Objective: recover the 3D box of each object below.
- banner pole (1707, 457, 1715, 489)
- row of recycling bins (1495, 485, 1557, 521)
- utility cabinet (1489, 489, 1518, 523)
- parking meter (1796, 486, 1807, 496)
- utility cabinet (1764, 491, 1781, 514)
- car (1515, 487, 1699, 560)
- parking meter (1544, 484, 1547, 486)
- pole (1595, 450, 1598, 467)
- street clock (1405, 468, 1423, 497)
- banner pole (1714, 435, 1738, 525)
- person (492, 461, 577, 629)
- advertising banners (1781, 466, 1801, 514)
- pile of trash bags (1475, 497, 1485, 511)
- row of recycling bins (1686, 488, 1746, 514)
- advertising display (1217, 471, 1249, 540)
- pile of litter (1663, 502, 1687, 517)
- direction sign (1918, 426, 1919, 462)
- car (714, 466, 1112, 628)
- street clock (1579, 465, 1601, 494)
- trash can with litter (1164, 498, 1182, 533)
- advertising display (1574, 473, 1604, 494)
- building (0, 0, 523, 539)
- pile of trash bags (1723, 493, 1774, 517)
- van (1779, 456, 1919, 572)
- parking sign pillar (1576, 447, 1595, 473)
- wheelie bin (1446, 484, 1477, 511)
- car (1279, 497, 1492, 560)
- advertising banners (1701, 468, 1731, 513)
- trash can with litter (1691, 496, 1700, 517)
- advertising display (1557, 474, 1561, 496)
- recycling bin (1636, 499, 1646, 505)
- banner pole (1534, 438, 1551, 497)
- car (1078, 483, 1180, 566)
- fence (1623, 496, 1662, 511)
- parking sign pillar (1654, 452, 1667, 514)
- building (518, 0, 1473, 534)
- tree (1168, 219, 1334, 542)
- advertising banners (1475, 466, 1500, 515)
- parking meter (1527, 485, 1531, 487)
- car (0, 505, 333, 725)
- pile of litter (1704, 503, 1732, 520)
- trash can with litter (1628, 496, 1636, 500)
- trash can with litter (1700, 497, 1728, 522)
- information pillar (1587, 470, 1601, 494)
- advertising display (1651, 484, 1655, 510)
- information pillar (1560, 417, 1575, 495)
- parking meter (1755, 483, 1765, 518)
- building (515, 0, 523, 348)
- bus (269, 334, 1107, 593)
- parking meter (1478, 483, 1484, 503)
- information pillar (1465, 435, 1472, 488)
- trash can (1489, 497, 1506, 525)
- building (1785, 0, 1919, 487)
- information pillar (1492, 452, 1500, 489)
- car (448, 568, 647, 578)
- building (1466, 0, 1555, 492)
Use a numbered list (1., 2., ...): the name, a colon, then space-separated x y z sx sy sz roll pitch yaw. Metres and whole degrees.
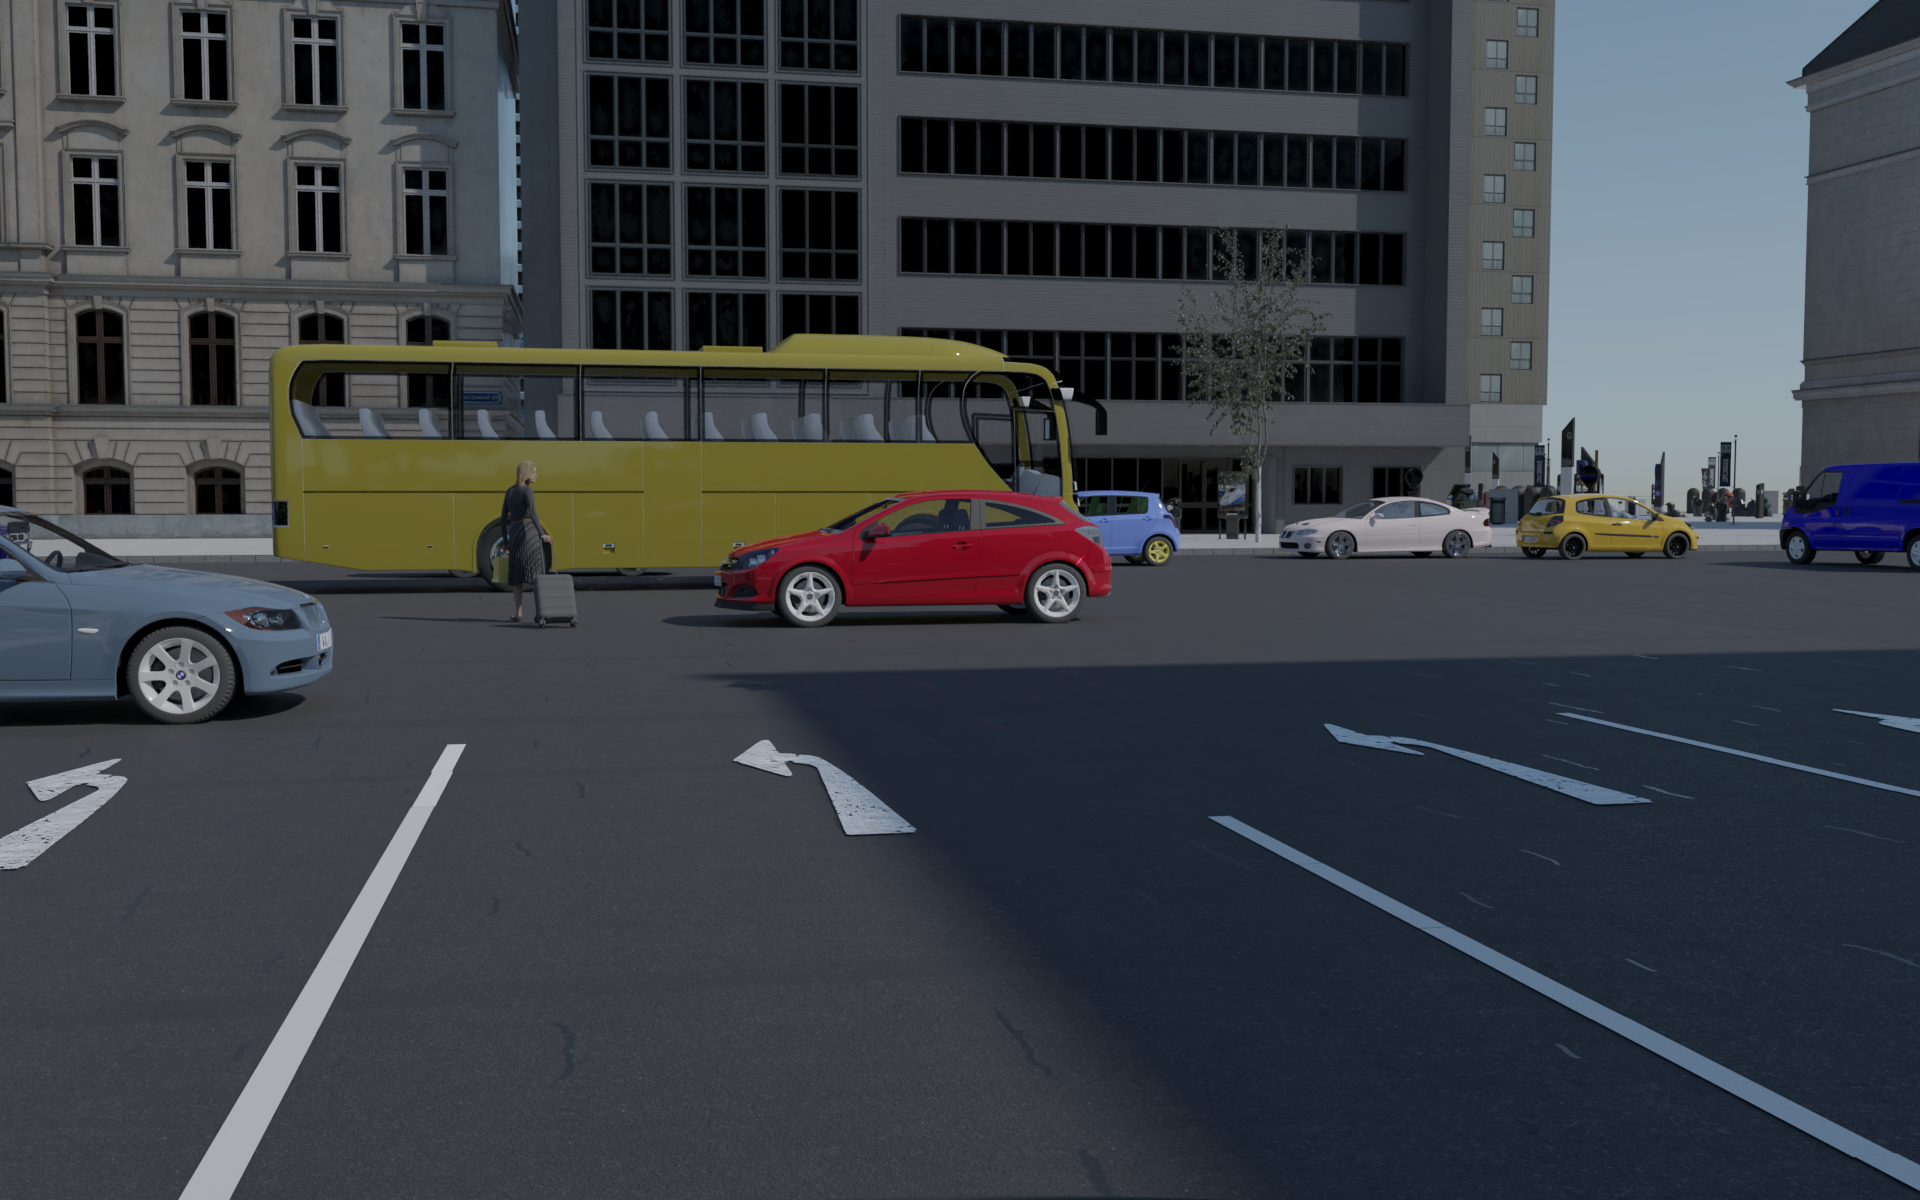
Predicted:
1. banner pole: 44.653 -6.881 102.529 0.863 3.779 0.401 0 4 -1
2. row of recycling bins: 26.792 -4.588 82.130 1.069 1.692 3.534 -2 4 -34
3. utility cabinet: 23.438 -4.039 74.714 1.173 1.500 0.318 1 4 12
4. parking meter: 25.694 -2.718 52.856 0.372 1.533 0.369 0 3 0
5. utility cabinet: 51.847 -6.248 110.825 0.318 1.500 1.173 -3 5 -41
6. car: 14.492 -1.741 38.691 3.980 1.641 2.015 -1 4 -13
7. parking meter: 35.355 -6.042 104.494 0.399 1.863 0.255 -2 4 -24
8. pole: 29.445 -5.281 80.188 0.158 3.312 0.155 0 3 0
9. street clock: 12.732 -2.693 48.608 0.471 2.002 0.358 0 4 7
10. banner pole: 32.404 -5.074 72.976 0.863 3.779 0.401 0 4 3
11. person: -4.697 -0.629 19.004 0.699 1.804 1.509 -2 4 -23
12. advertising banners: 51.406 -6.765 106.794 2.074 3.025 0.090 -2 4 -28
13. pile of trash bags: 26.145 -4.913 90.076 1.912 1.369 3.447 0 4 1
14. row of recycling bins: 49.070 -6.441 112.424 3.534 1.692 1.069 2 4 25
15. advertising display: 7.741 -2.687 49.151 0.974 1.923 0.123 3 5 42
16. pile of litter: 39.398 -5.005 95.796 1.176 0.858 1.719 -2 4 -26
17. direction sign: 31.719 -3.981 57.081 0.379 3.537 0.876 1 4 13
18. car: -0.531 -0.647 19.623 4.494 1.783 2.155 -1 4 -13
19. street clock: 15.815 -2.381 43.500 0.471 2.002 0.358 3 5 39
20. trash can with litter: 6.077 -2.424 51.013 0.624 1.170 1.055 -2 4 -26
21. advertising display: 19.388 -2.950 53.441 0.974 1.923 0.123 -1 4 -12
22. building: -31.052 -14.263 52.287 34.723 24.649 14.460 -1 4 -12
23. pile of trash bags: 44.916 -5.474 99.258 1.912 1.369 3.447 -1 4 -13
24. van: 18.292 -1.794 33.712 2.240 2.365 5.245 -1 4 -11
25. parking sign pillar: 35.266 -6.681 97.702 1.447 3.967 1.447 -1 4 -10
26. wheelie bin: 15.239 -2.727 52.502 0.980 1.594 0.693 -2 4 -25
27. car: 9.568 -1.632 39.050 4.827 1.381 2.083 -1 4 -12
28. advertising banners: 50.510 -7.313 115.753 0.090 3.025 2.074 -3 5 -42
29. trash can with litter: 41.746 -5.264 97.454 1.055 1.170 0.624 0 4 7
30. advertising display: 19.631 -3.076 55.500 0.974 1.923 0.123 2 4 30
31. recycling bin: 32.614 -4.349 83.655 0.722 1.027 0.722 -1 4 -9
32. banner pole: 26.073 -5.350 77.491 0.863 3.779 0.401 3 4 37
33. car: 2.532 -1.543 34.826 3.694 1.707 1.945 -1 4 -11
34. fence: 36.173 -4.948 92.109 2.264 1.192 0.480 1 4 14
35. parking sign pillar: 44.417 -7.430 109.958 1.447 3.967 1.447 2 4 29
36. building: 0.778 -14.632 58.305 30.058 24.678 14.314 -1 4 -12
37. tree: 7.689 -5.839 45.830 4.360 8.622 3.978 0 3 0
38. advertising banners: 32.386 -6.753 106.594 2.074 3.025 0.090 -2 4 -24
39. parking meter: 35.802 -6.322 109.069 0.255 1.863 0.399 1 4 19
40. car: -6.463 0.045 11.260 4.499 1.417 2.014 -1 4 -11
41. pile of litter: 37.082 -4.330 84.755 1.176 0.858 1.719 0 4 8
42. trash can with litter: 26.974 -3.622 70.271 2.233 1.210 1.678 -3 5 -43
43. trash can with litter: 34.908 -4.196 79.993 1.055 1.170 0.624 2 4 29
44. information pillar: 19.339 -2.960 52.890 0.304 2.012 0.304 -3 5 -45
45. advertising display: 45.282 -6.575 112.715 0.974 1.923 0.123 -3 5 -40
46. information pillar: 18.616 -3.774 53.057 0.183 3.616 0.504 -2 4 -25
47. parking meter: 42.079 -5.224 91.125 0.399 1.863 0.255 -2 4 -26
48. building: -61.048 -54.939 210.916 31.000 86.520 22.319 -1 4 -12
49. bus: -3.993 -2.157 26.816 12.252 3.916 2.896 -1 4 -14
50. parking meter: 28.381 -5.424 94.389 0.255 1.863 0.399 2 4 26
51. information pillar: 19.915 -4.705 68.285 0.504 3.616 0.183 2 4 35
52. trash can: 22.497 -3.720 72.473 0.748 1.137 0.748 0 3 0
53. building: 35.642 -13.067 64.551 40.483 20.767 10.553 -1 4 -12
54. information pillar: 29.674 -6.401 96.003 0.183 3.616 0.504 -2 4 -27
55. car: -7.323 -1.113 30.566 4.827 1.381 2.083 -1 4 -13
56. building: 33.282 -34.479 152.967 27.495 52.752 28.713 -1 4 -12
